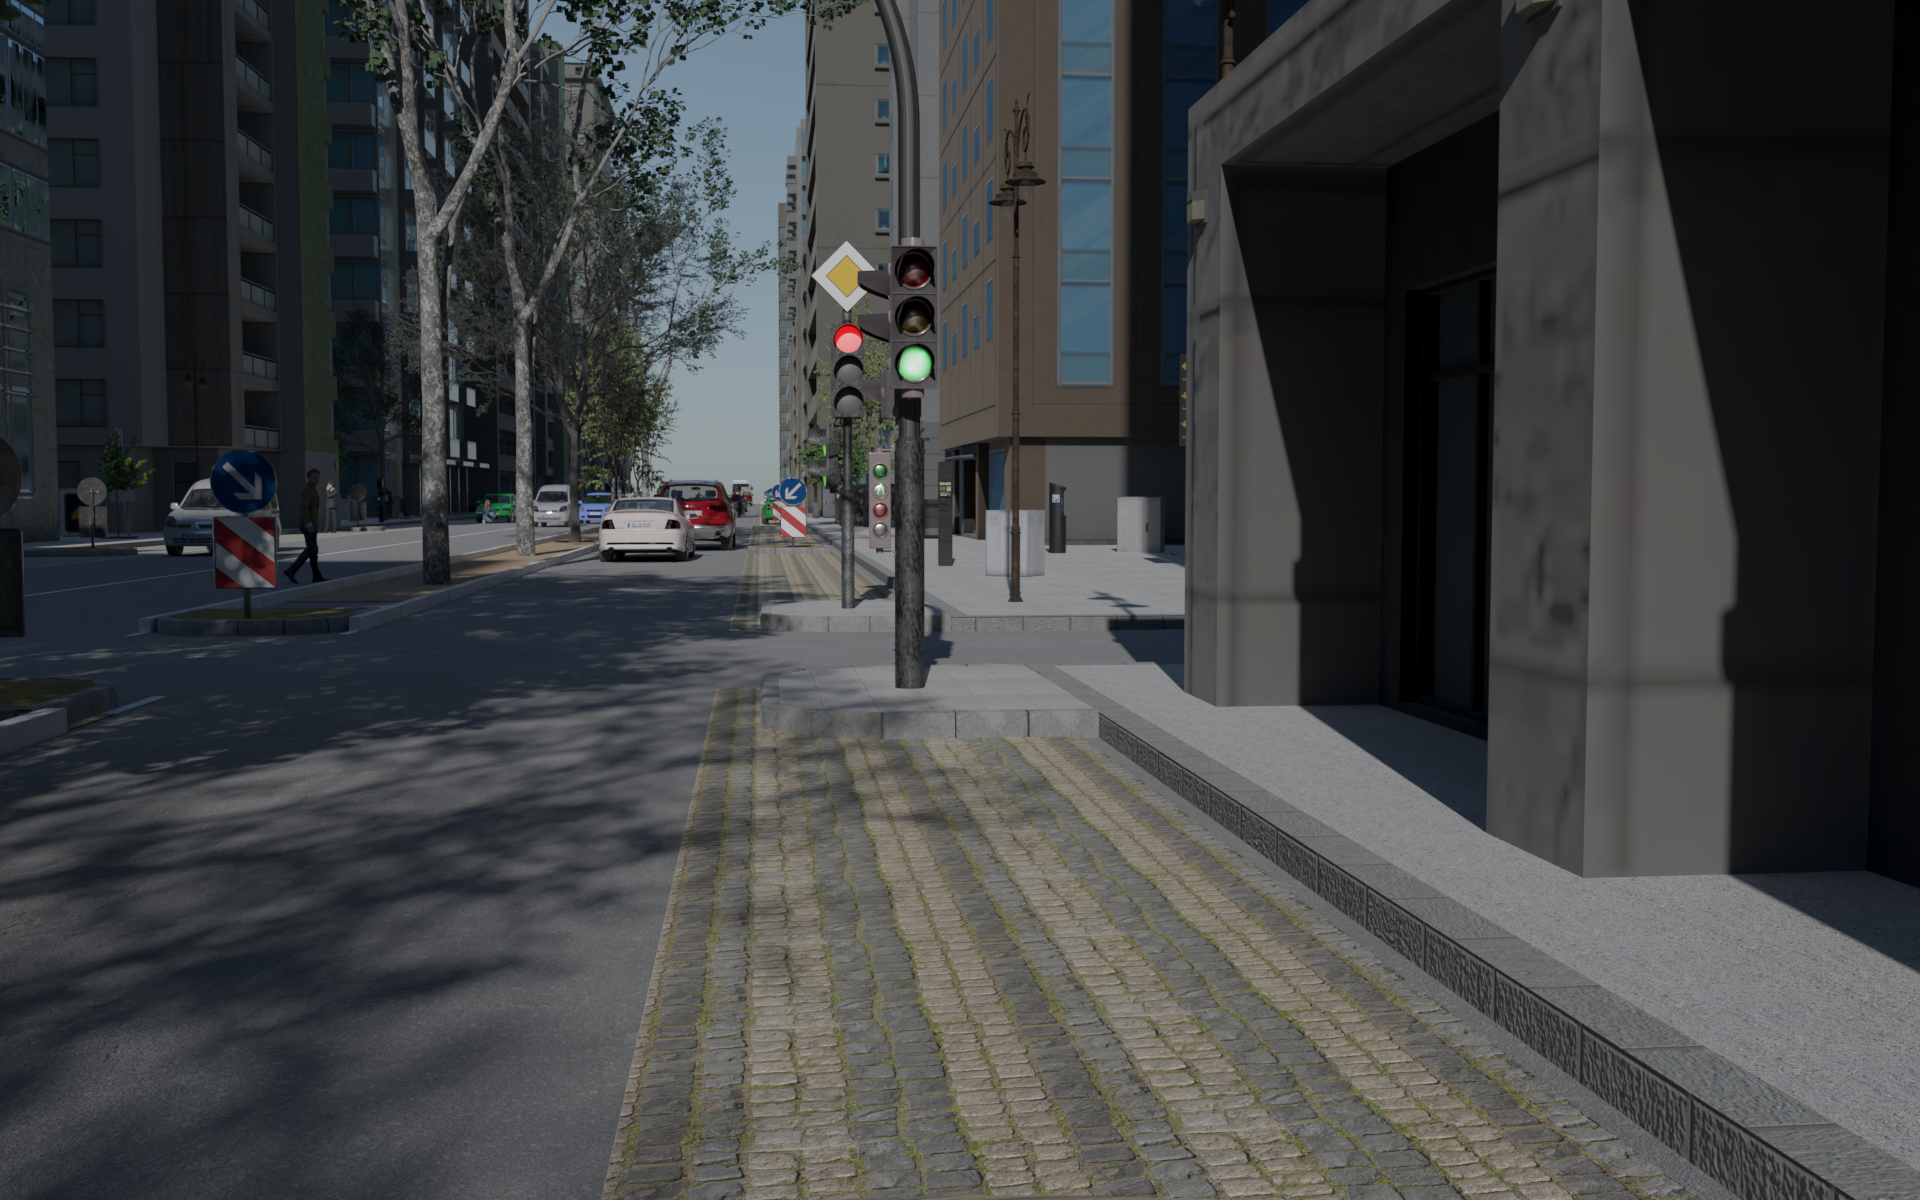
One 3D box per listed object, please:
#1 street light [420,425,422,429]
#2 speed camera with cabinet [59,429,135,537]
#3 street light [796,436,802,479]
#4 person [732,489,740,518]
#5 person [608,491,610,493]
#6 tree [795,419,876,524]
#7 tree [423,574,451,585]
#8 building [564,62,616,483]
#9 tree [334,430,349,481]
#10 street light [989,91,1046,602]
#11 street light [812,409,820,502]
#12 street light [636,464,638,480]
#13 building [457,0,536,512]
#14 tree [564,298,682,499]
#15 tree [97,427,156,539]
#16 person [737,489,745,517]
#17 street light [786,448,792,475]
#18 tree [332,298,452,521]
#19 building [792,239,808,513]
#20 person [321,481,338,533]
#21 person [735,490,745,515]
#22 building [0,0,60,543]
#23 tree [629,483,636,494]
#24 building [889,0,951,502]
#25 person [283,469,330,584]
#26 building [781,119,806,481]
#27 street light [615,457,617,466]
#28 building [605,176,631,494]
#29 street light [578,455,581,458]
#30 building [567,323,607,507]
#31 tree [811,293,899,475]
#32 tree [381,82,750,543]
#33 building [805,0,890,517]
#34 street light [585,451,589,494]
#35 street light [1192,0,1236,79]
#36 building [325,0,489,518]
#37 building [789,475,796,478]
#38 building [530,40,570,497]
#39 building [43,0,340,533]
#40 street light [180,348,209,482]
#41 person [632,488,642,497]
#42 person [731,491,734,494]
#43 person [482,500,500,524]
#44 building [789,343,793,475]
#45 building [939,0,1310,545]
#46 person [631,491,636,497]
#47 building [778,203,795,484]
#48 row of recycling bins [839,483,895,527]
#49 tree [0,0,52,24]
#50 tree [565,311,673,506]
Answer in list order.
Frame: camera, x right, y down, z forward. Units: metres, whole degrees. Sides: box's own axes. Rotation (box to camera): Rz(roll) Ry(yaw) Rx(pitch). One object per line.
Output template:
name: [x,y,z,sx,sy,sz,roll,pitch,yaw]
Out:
street light: [-28.221,-7.255,91.412,0.468,5.910,1.993,0,4,-7]
speed camera with cabinet: [-26.171,-3.558,52.506,2.038,3.252,0.660,-2,4,-27]
street light: [-12.418,-9.839,133.660,0.468,5.910,1.993,0,4,-7]
person: [-13.540,-5.785,104.001,0.530,1.710,0.541,-1,4,-22]
person: [-34.006,-9.708,167.892,0.621,1.740,0.551,0,4,-4]
tree: [-5.342,-5.516,73.904,4.285,4.588,4.351,0,3,0]
tree: [-6.964,-10.258,26.062,12.611,20.169,13.585,0,3,0]
building: [-57.699,-38.293,215.324,28.713,52.752,27.495,0,4,-7]
tree: [-27.349,-5.472,73.178,4.285,4.588,4.351,0,3,0]
street light: [0.662,-2.915,20.441,0.468,5.910,1.993,0,4,-7]
street light: [-8.171,-7.622,97.402,0.468,5.910,1.993,0,4,-7]
street light: [-46.354,-16.884,248.835,0.468,5.910,1.993,0,4,-7]
building: [-44.691,-31.046,131.296,21.300,48.544,21.600,0,4,-7]
tree: [-12.106,-6.647,61.501,4.360,8.622,3.978,0,3,0]
tree: [-24.305,-3.378,49.830,1.663,3.219,1.824,0,3,0]
person: [-13.395,-5.913,105.973,0.742,1.727,0.445,2,4,28]
street light: [-17.556,-12.650,179.615,0.468,5.910,1.993,0,4,-7]
tree: [-28.020,-9.090,83.037,7.601,10.594,8.767,-1,4,-13]
building: [1.504,-17.642,133.485,27.650,21.520,28.899,0,4,-7]
person: [-22.938,-3.375,63.048,0.648,1.900,0.474,3,4,37]
person: [-15.125,-6.720,119.170,0.742,1.727,0.445,0,4,-2]
building: [-32.067,-43.784,28.544,22.319,86.520,31.000,0,4,-7]
tree: [-47.836,-15.674,250.876,1.663,3.219,1.824,0,3,0]
building: [7.280,-32.794,78.186,21.231,58.520,28.212,0,4,-7]
person: [-10.490,-1.191,27.876,0.656,1.842,0.836,3,5,40]
building: [-11.207,-36.961,223.920,23.786,49.044,30.456,0,4,-7]
street light: [-42.185,-14.653,212.370,0.468,5.910,1.993,0,4,-7]
building: [-52.795,-35.899,237.059,14.600,45.320,14.200,0,4,-7]
street light: [-36.820,-11.863,166.741,0.468,5.910,1.993,0,4,-7]
building: [-53.677,-20.961,187.746,27.650,21.520,28.899,0,4,-7]
tree: [-3.014,-6.760,60.889,4.737,8.622,4.395,0,3,0]
tree: [-11.438,-8.452,51.010,12.009,13.543,11.850,0,3,0]
building: [1.420,-29.572,107.202,21.300,48.544,21.600,0,4,-7]
street light: [-37.939,-12.436,176.111,0.468,5.910,1.993,0,4,-7]
street light: [1.734,-2.354,11.277,0.468,5.910,1.993,0,4,-7]
building: [-42.363,-29.681,104.893,23.786,49.044,30.456,0,4,-7]
building: [0.401,-28.592,159.358,32.217,40.220,23.993,0,4,-7]
building: [-42.087,-28.579,150.860,14.154,41.232,14.086,0,4,-7]
building: [-31.089,-23.066,60.726,14.154,41.232,14.086,0,4,-7]
street light: [-24.235,-5.028,54.997,0.468,5.910,1.993,0,4,-7]
person: [-21.350,-6.492,114.651,1.348,1.823,0.705,-3,5,-41]
person: [-19.302,-8.435,147.334,0.530,1.710,0.541,2,4,31]
person: [-22.649,-4.259,83.630,0.738,1.151,1.012,2,4,24]
building: [-5.023,-21.384,194.665,27.650,21.520,28.899,0,4,-7]
building: [6.988,-24.410,49.211,14.600,45.320,14.200,0,4,-7]
person: [-34.070,-10.512,181.086,0.721,1.735,1.217,3,4,39]
building: [-18.659,-34.378,245.679,14.154,41.232,14.086,0,4,-7]
row of recycling bins: [-3.574,-3.746,68.360,1.069,1.692,3.534,-3,5,-40]
tree: [-6.078,-5.878,5.210,9.857,13.997,8.962,0,3,0]
tree: [-13.881,-7.278,71.819,4.737,8.622,4.395,0,3,0]
